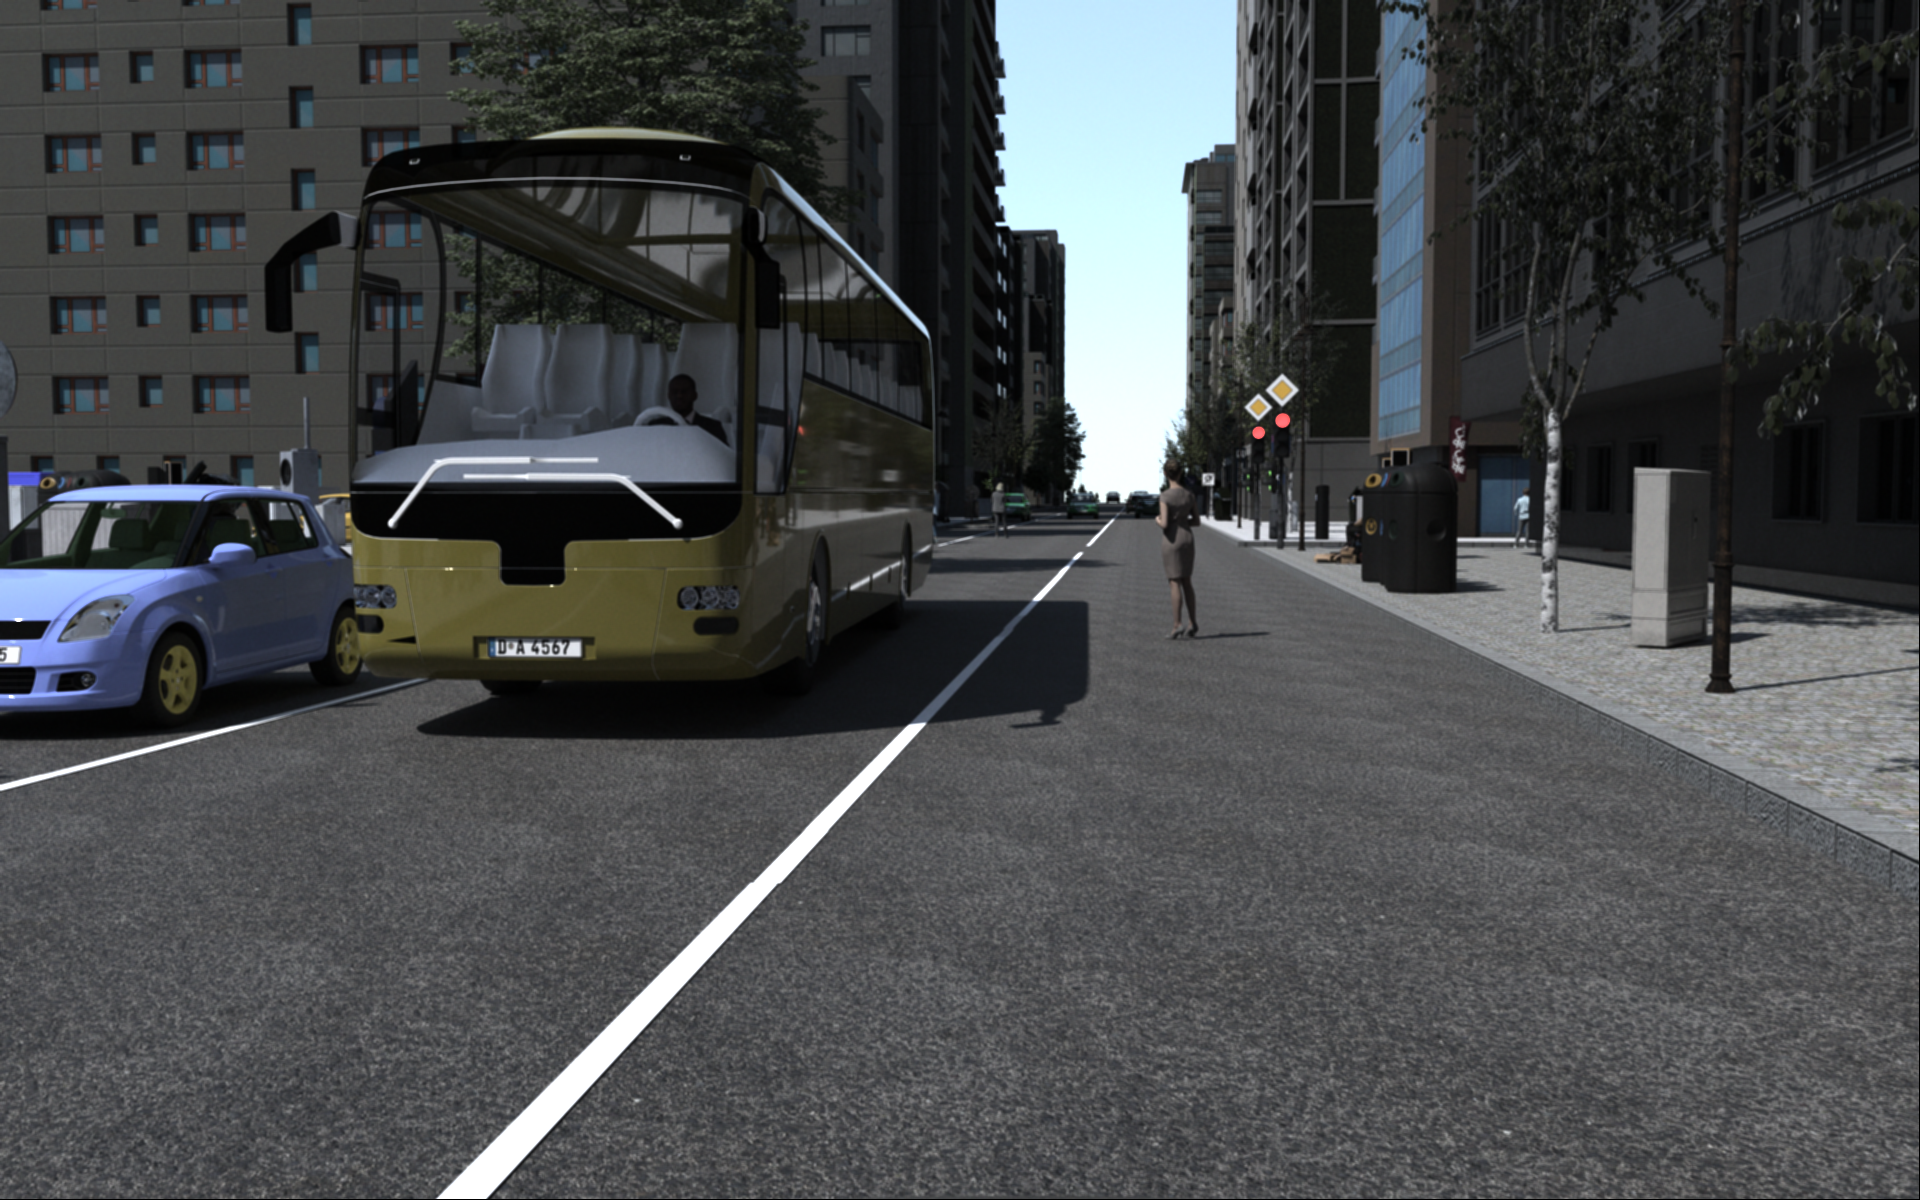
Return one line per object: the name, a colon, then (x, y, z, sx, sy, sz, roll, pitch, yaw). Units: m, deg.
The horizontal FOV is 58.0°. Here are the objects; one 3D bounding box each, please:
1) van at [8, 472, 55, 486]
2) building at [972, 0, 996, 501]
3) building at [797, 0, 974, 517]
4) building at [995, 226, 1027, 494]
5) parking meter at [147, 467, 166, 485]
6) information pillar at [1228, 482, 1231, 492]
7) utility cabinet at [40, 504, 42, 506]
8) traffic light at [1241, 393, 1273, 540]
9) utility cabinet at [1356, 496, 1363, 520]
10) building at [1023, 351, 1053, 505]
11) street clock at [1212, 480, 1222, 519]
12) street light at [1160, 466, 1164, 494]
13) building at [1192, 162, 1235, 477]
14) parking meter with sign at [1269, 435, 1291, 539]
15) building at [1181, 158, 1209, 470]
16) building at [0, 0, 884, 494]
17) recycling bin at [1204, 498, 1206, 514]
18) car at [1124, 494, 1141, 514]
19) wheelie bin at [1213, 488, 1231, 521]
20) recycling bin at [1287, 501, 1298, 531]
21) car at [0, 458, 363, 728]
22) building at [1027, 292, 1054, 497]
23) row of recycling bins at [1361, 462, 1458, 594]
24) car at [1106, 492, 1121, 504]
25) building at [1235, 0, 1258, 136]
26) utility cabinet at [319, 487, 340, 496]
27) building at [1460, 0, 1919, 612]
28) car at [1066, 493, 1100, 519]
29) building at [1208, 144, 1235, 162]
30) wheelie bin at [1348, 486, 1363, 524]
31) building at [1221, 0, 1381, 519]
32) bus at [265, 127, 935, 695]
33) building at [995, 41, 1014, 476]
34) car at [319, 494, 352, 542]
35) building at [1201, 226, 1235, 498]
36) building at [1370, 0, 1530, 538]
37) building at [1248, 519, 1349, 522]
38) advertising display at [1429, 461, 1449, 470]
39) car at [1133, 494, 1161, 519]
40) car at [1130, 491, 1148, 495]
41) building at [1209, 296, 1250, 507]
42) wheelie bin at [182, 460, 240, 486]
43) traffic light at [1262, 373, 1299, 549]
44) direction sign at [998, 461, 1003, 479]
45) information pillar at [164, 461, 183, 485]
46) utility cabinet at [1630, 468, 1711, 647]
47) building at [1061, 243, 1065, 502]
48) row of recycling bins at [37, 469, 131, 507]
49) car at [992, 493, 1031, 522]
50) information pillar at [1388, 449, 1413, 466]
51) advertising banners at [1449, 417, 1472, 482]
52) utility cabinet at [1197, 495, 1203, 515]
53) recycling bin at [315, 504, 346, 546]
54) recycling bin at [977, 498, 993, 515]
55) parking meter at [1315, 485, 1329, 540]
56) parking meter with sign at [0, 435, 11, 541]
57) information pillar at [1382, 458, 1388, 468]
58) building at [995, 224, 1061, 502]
van: (-27.549, -2.705, 48.605, 5.245, 2.365, 2.240, 0, 4, 7)
building: (-8.679, -31.368, 136.566, 21.300, 48.544, 21.600, 0, 4, 6)
building: (-6.883, -25.192, 95.492, 14.154, 41.232, 14.086, 0, 4, 6)
building: (-0.618, -25.313, 185.574, 14.160, 30.474, 14.107, 0, 4, 6)
parking meter: (-17.322, -1.937, 37.385, 0.255, 1.863, 0.399, 0, 4, -5)
information pillar: (16.343, -6.135, 104.799, 0.304, 2.012, 0.304, 0, 4, 8)
utility cabinet: (-7.301, -0.213, 14.640, 1.020, 1.237, 0.306, 2, 4, 27)
traffic light: (8.279, -3.631, 48.291, 0.839, 4.253, 0.868, 0, 4, 6)
utility cabinet: (12.337, -2.502, 52.076, 0.306, 1.237, 1.020, -1, 4, -22)
building: (-2.339, -23.336, 226.575, 27.650, 21.520, 28.899, 0, 4, 6)
street clock: (12.950, -5.065, 87.376, 0.471, 2.002, 0.358, 2, 4, 27)
street light: (32.508, -18.848, 280.955, 0.468, 5.910, 1.993, 0, 4, 6)
building: (36.041, -32.522, 215.323, 14.154, 41.232, 14.086, 0, 4, 6)
parking meter with sign: (9.200, -3.287, 49.997, 0.543, 3.016, 1.738, 1, 4, 14)
building: (48.557, -41.367, 265.595, 28.713, 52.752, 27.495, 0, 4, 6)
building: (-18.770, -13.619, 67.717, 27.650, 21.520, 28.899, 0, 4, 6)
recycling bin: (15.592, -6.110, 112.452, 0.722, 1.027, 0.722, -1, 4, -11)
car: (13.137, -7.228, 127.963, 2.009, 1.686, 4.222, 0, 4, 6)
wheelie bin: (12.615, -4.607, 83.230, 0.980, 1.594, 0.693, -1, 4, -23)
recycling bin: (11.312, -2.902, 60.000, 0.722, 1.027, 0.722, 0, 4, 4)
car: (-5.518, -0.134, 11.775, 1.945, 1.707, 3.694, 0, 4, 5)
building: (6.025, -29.085, 247.243, 14.160, 30.474, 14.107, 0, 4, 6)
row of recycling bins: (6.219, -1.029, 23.932, 1.069, 1.692, 3.534, 0, 4, 7)
car: (23.385, -15.649, 264.528, 2.281, 1.827, 5.304, 0, 4, 5)
building: (35.784, -33.421, 135.677, 28.713, 52.752, 27.495, 0, 4, 6)
utility cabinet: (-18.871, -2.586, 50.967, 1.173, 1.500, 0.318, -3, 5, -41)
building: (16.424, -14.094, 23.939, 14.314, 27.812, 24.014, 0, 4, 6)
car: (7.052, -5.534, 99.275, 1.959, 1.807, 4.718, 0, 4, 5)
building: (43.700, -37.768, 237.110, 23.786, 49.044, 30.456, 0, 4, 6)
wheelie bin: (15.807, -3.737, 69.007, 0.693, 1.594, 0.980, 1, 4, 9)
building: (27.785, -41.095, 110.152, 20.563, 71.187, 20.611, 0, 4, 6)
bus: (-2.005, -1.473, 15.627, 2.896, 3.916, 12.252, 0, 4, 4)
building: (-7.345, -33.256, 163.338, 23.786, 49.044, 30.456, 0, 4, 6)
car: (-16.782, -2.199, 46.184, 3.980, 1.641, 2.015, 0, 4, 4)
building: (33.183, -25.440, 187.652, 14.160, 30.474, 14.107, 0, 4, 6)
building: (21.469, -24.786, 55.355, 14.200, 45.320, 14.600, 0, 4, 6)
building: (24.300, -39.339, 81.442, 20.563, 71.187, 20.611, 0, 4, 6)
advertising display: (9.547, -1.804, 34.710, 0.123, 1.923, 0.974, 0, 4, -4)
car: (11.323, -5.567, 102.810, 2.131, 1.459, 4.920, 0, 4, 7)
car: (19.996, -11.198, 191.752, 2.281, 1.827, 5.304, 0, 4, 5)
building: (38.222, -19.549, 164.672, 27.650, 21.520, 28.899, 0, 4, 6)
wheelie bin: (-7.218, -0.528, 16.540, 0.693, 1.594, 0.980, -1, 4, -21)
traffic light: (7.465, -3.145, 40.347, 0.839, 4.253, 0.868, 0, 4, 6)
direction sign: (2.749, -7.728, 118.343, 0.379, 3.537, 0.876, 1, 4, 22)
information pillar: (-17.778, -2.124, 39.215, 0.304, 2.012, 0.304, -3, 5, -45)
utility cabinet: (6.090, -0.374, 14.791, 0.318, 1.500, 1.173, 3, 4, 39)
building: (9.392, -36.201, 275.472, 14.154, 41.232, 14.086, 0, 4, 6)
row of recycling bins: (-15.199, -1.409, 30.152, 1.069, 1.692, 3.534, -3, 5, -39)
car: (2.734, -5.054, 91.430, 1.959, 1.807, 4.718, 0, 4, 7)
information pillar: (7.156, -1.444, 28.105, 0.304, 2.012, 0.304, 2, 4, 25)
advertising banners: (10.448, -2.610, 38.861, 2.074, 3.025, 0.090, 0, 4, 0)
utility cabinet: (14.780, -5.840, 106.651, 0.306, 1.237, 1.020, 1, 4, 14)
recycling bin: (-15.659, -1.843, 42.686, 0.722, 1.027, 0.722, 2, 4, 26)
recycling bin: (1.492, -5.631, 104.629, 0.722, 1.027, 0.722, 3, 4, 36)
parking meter: (10.202, -2.469, 48.772, 0.372, 1.533, 0.369, 0, 3, 0)
parking meter with sign: (-11.637, -1.481, 20.481, 0.543, 3.016, 1.738, 1, 4, 13)
information pillar: (8.823, -1.895, 35.480, 0.304, 2.012, 0.304, 2, 4, 26)
building: (7.399, -35.320, 261.072, 14.154, 41.232, 14.086, 0, 4, 6)
